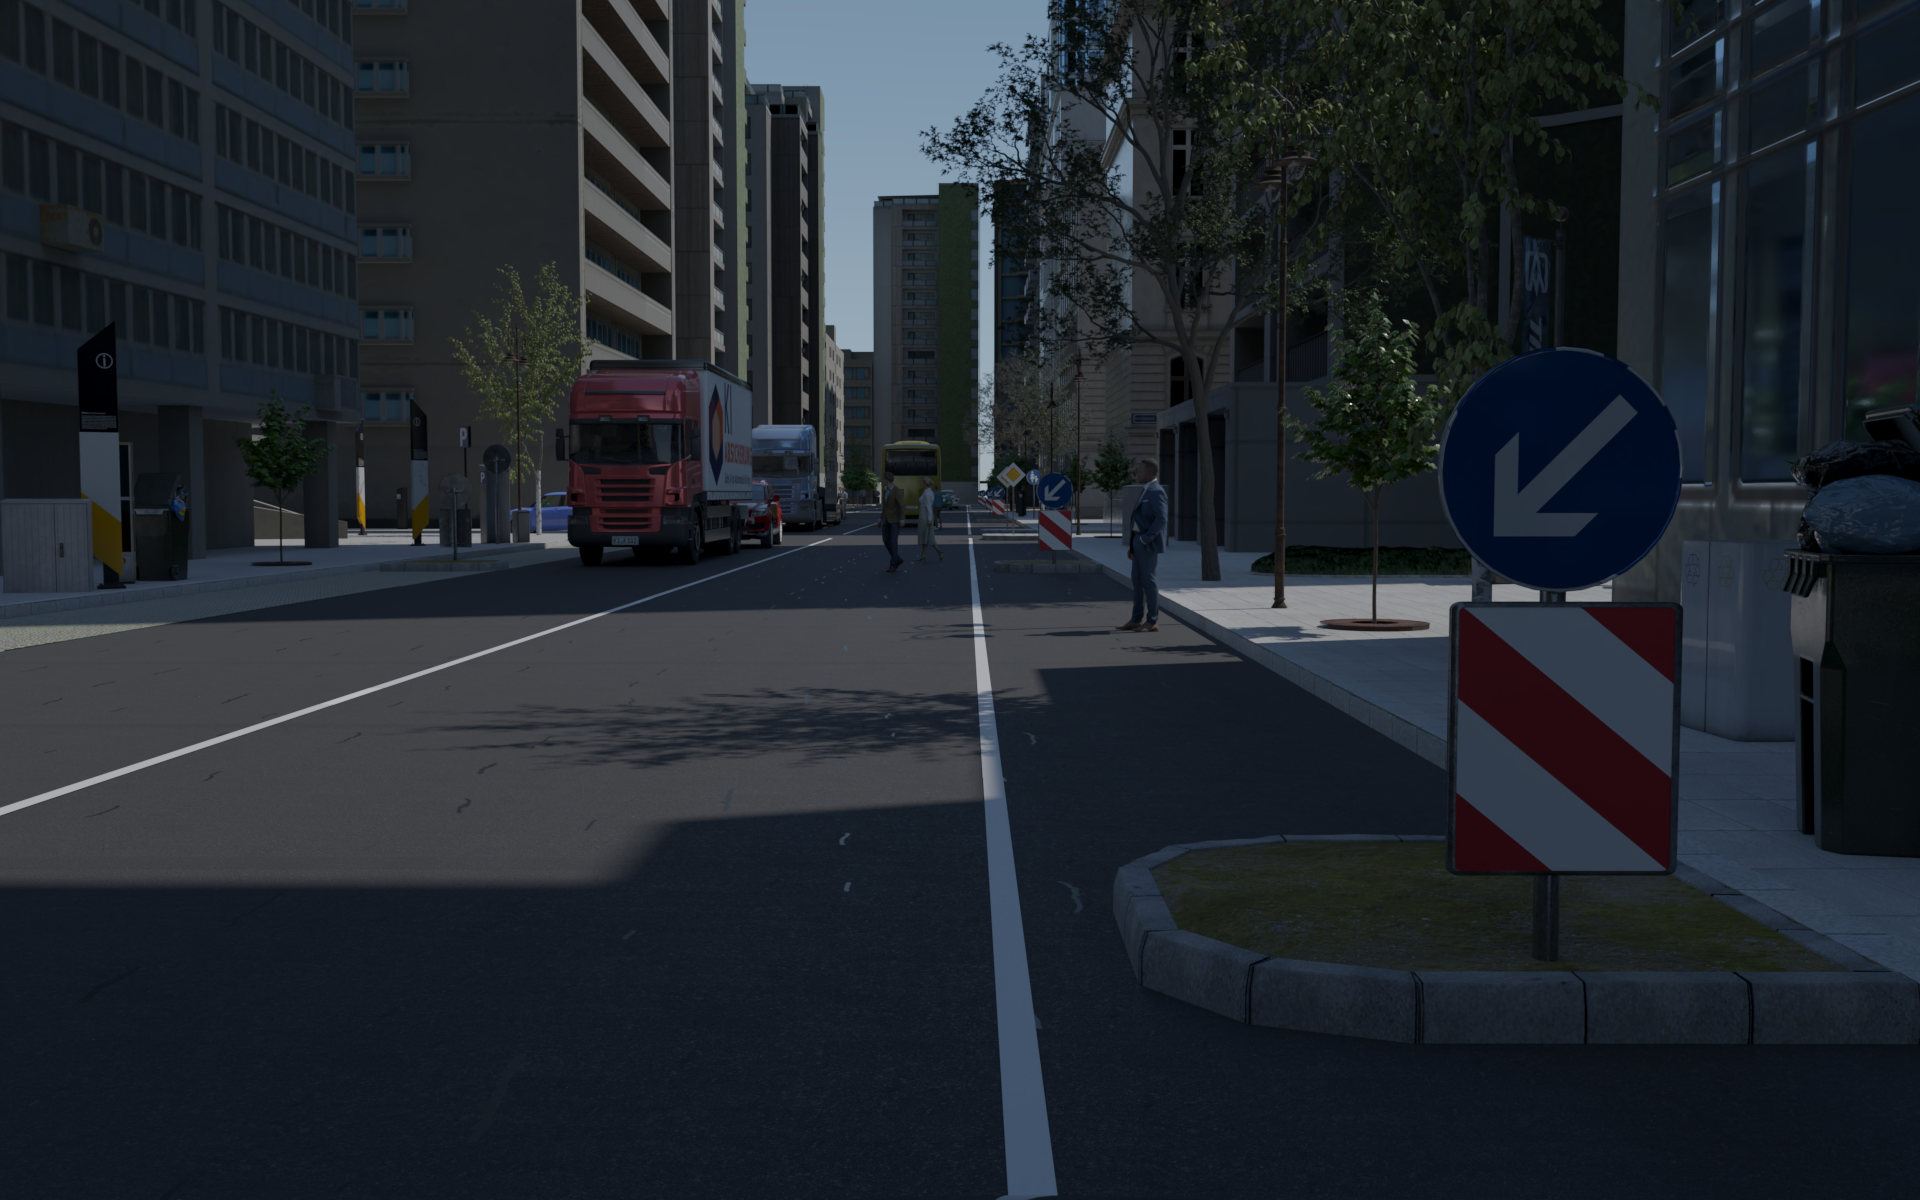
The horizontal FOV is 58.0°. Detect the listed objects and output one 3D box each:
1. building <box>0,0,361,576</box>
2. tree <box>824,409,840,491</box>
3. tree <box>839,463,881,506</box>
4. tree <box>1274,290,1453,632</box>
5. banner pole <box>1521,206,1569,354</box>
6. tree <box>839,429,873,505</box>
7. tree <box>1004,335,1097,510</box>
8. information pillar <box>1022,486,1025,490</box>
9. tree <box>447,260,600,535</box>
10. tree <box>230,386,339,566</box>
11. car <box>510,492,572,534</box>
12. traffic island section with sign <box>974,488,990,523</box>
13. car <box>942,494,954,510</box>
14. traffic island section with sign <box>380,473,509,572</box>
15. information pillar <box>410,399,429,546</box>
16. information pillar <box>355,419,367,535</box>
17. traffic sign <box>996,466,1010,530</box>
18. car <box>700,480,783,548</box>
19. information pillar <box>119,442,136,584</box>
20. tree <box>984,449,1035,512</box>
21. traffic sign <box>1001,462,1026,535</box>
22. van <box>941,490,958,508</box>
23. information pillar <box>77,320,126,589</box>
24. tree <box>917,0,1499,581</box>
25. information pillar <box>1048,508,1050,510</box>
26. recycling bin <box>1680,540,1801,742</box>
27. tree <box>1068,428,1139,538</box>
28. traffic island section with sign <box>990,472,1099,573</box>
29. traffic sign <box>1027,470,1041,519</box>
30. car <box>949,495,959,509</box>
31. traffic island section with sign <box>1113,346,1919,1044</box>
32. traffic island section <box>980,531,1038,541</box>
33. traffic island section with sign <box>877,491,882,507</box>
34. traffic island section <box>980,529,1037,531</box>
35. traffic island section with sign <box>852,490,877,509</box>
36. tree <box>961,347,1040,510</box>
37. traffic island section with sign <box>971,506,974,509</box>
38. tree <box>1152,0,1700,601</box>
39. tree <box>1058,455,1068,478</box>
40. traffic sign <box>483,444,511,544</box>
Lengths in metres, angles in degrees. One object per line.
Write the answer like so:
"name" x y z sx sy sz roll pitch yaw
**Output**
"building" -26.135 -20.966 34.671 23.993 40.220 32.217 0 4 0
"tree" -11.733 -11.687 141.441 4.360 8.622 3.978 0 3 0
"tree" -11.371 -12.326 185.237 4.285 4.588 4.351 0 3 0
"tree" 3.849 -1.343 16.567 1.663 3.219 1.824 0 3 0
"banner pole" 5.062 -1.530 15.030 0.863 3.779 0.401 -3 5 -42
"tree" -11.530 -14.935 194.548 4.737 8.622 4.395 0 3 0
"tree" 4.134 -8.000 81.165 4.360 8.622 3.978 0 3 0
"information pillar" 4.828 -8.612 132.159 0.183 3.616 0.504 1 4 16
"tree" -13.412 -6.334 53.931 4.737 8.622 4.395 0 3 0
"tree" -12.356 -2.240 31.225 1.663 3.219 1.824 0 3 0
"car" -13.760 -3.026 59.060 3.694 1.707 1.945 0 3 0
"traffic island section with sign" 1.817 -4.837 87.719 1.989 1.847 2.006 0 4 0
"car" -1.579 -8.706 154.145 2.131 1.459 4.920 0 4 -1
"traffic island section with sign" -9.639 -1.471 32.672 1.989 1.847 2.006 0 4 0
"information pillar" -13.361 -3.145 42.784 0.183 3.616 0.504 2 4 30
"information pillar" -18.633 -3.821 53.820 0.183 3.616 0.504 0 4 0
"traffic sign" 1.702 -3.596 62.432 0.795 2.450 0.064 0 4 0
"car" -6.017 -2.372 47.450 2.281 1.827 5.304 0 4 -2
"information pillar" -11.940 -1.235 24.680 0.304 2.012 0.304 -1 4 -21
"tree" 3.856 -8.713 126.165 4.285 4.588 4.351 0 3 0
"traffic sign" 1.674 -3.107 54.447 0.795 2.450 0.064 0 4 0
"van" -1.269 -10.493 178.565 2.013 2.044 4.112 0 4 2
"information pillar" -11.557 -1.954 23.295 0.504 3.616 0.183 -2 4 -32
"tree" 3.705 -5.582 25.673 8.767 10.594 7.601 0 4 -6
"information pillar" 4.108 -4.406 76.534 0.304 2.012 0.304 2 4 30
"recycling bin" 4.363 0.199 9.294 0.722 1.027 0.722 0 4 -3
"tree" 4.309 -3.425 50.607 1.663 3.219 1.824 0 3 0
"traffic island section with sign" 1.627 -1.455 32.411 1.989 1.847 2.006 0 4 0
"traffic sign" 3.851 -5.499 90.013 0.768 2.556 0.104 0 4 3
"car" -1.072 -9.450 166.874 2.083 1.381 4.827 0 4 -1
"traffic island section with sign" 1.518 0.194 5.456 1.989 1.847 2.006 0 4 0
"traffic island section" 1.698 -1.972 54.524 2.009 0.180 2.903 0 4 0
"traffic island section with sign" -9.084 -11.178 191.389 1.989 1.847 2.006 0 4 0
"traffic island section" 1.725 -2.460 62.509 2.009 0.180 2.903 0 4 0
"traffic island section with sign" -9.185 -9.529 164.434 1.989 1.847 2.006 0 4 0
"tree" 5.118 -14.285 143.928 12.009 13.543 11.850 0 3 0
"traffic island section with sign" 1.910 -6.540 115.557 1.989 1.847 2.006 0 4 0
"tree" 3.456 -3.774 12.070 4.737 8.622 4.395 0 3 0
"tree" 4.810 -4.781 72.769 1.663 3.219 1.824 0 3 0
"traffic sign" -11.831 -2.699 44.241 0.768 2.556 0.104 1 4 10
